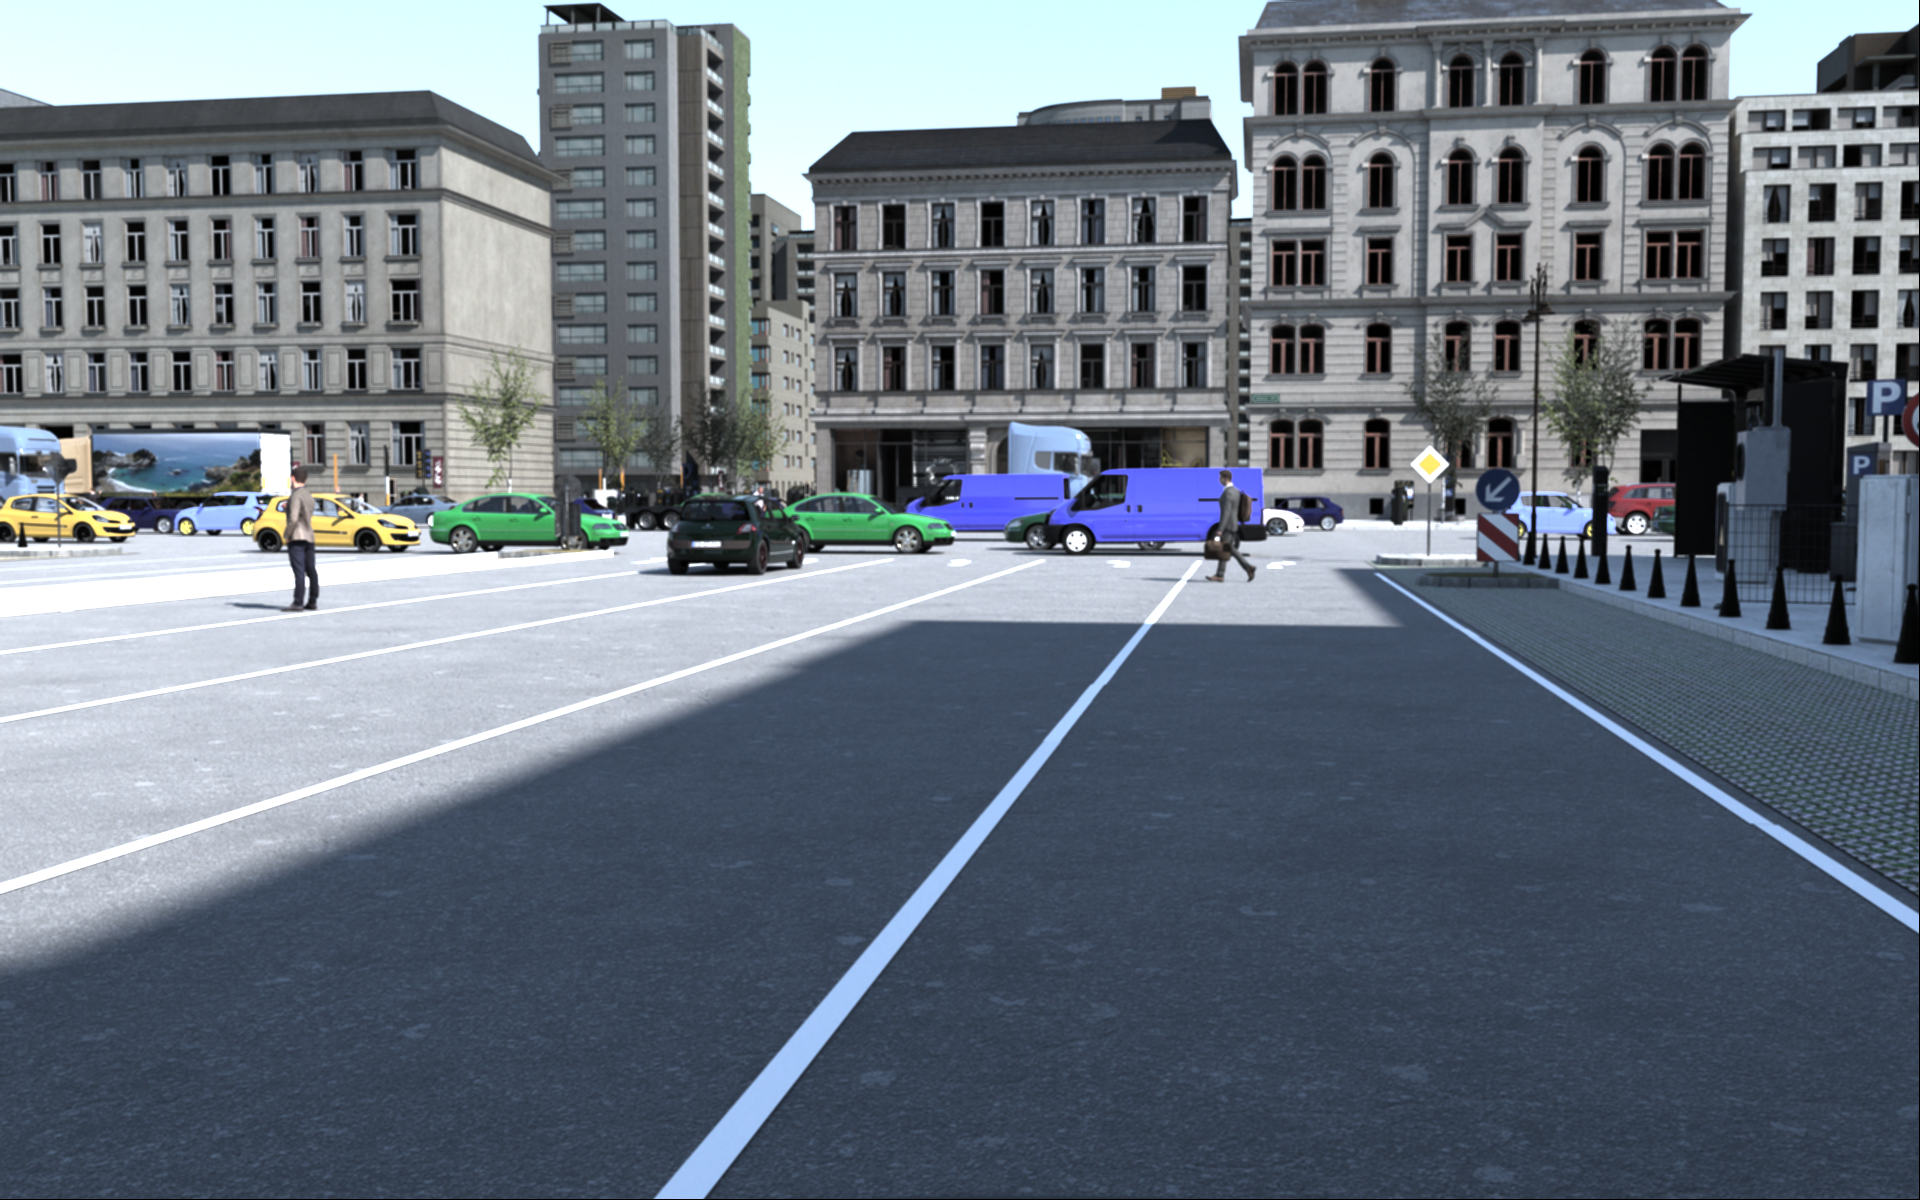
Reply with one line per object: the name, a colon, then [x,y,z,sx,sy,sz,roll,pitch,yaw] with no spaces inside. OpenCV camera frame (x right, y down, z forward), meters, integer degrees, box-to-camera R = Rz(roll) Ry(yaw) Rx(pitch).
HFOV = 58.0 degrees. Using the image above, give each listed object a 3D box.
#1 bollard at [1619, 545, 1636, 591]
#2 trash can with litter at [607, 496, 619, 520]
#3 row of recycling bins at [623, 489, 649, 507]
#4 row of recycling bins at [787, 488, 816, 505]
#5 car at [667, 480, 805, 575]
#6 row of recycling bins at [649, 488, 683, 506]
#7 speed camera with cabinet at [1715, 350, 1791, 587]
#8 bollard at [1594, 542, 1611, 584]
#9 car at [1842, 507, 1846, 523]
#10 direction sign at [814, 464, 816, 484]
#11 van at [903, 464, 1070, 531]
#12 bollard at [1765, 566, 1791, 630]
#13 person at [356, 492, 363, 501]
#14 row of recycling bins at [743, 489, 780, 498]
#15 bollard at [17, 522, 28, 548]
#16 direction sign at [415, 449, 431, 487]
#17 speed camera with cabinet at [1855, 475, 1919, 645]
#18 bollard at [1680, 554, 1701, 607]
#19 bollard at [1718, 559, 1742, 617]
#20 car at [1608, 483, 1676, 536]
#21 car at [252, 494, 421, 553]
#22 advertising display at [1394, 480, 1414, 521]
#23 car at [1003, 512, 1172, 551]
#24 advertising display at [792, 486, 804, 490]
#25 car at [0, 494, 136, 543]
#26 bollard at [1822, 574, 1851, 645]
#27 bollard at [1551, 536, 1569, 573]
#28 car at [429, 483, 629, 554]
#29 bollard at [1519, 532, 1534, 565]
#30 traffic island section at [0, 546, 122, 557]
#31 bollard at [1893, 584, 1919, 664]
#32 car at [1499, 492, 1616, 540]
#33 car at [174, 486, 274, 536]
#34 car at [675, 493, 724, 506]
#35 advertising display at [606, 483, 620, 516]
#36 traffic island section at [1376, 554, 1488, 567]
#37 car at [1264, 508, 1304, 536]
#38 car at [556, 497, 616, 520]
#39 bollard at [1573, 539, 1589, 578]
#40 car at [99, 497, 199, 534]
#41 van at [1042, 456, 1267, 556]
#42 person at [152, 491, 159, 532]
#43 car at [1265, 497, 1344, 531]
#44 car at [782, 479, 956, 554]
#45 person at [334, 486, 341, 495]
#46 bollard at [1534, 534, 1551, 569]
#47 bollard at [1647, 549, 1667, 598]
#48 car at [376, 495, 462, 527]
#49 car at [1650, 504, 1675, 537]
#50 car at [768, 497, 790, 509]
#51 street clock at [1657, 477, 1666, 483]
bollard: [8.911,-0.432,23.097,0.229,0.601,0.229,0,3,0]
trash can with litter: [-16.987,-4.509,85.105,0.624,1.170,1.055,-2,4,-25]
row of recycling bins: [-25.194,-7.590,131.202,3.534,1.692,1.069,1,4,9]
row of recycling bins: [-11.228,-7.280,126.133,3.534,1.692,1.069,2,4,35]
car: [-4.093,-1.368,32.154,2.009,1.686,4.222,1,4,9]
row of recycling bins: [-19.246,-6.728,117.110,3.534,1.692,1.069,3,4,39]
speed camera with cabinet: [11.241,-1.851,24.606,0.660,3.252,2.038,1,4,14]
bollard: [9.192,-0.533,24.749,0.229,0.601,0.229,0,3,0]
car: [33.979,-3.300,63.745,4.222,1.686,2.009,1,4,10]
direction sign: [-10.665,-8.518,131.270,0.876,3.537,0.379,-3,5,-42]
van: [0.801,-2.993,53.319,5.245,2.365,2.240,1,4,11]
bollard: [7.786,-0.026,16.461,0.229,0.601,0.229,0,3,0]
person: [-25.985,-3.905,74.936,0.503,1.515,0.523,0,4,2]
row of recycling bins: [-15.361,-7.752,133.863,3.534,1.692,1.069,2,4,34]
bollard: [-22.486,-1.559,41.530,0.229,0.601,0.229,0,3,0]
direction sign: [-27.238,-5.869,87.948,0.379,3.537,0.876,3,4,37]
speed camera with cabinet: [8.850,-1.264,15.006,2.038,3.252,0.660,-1,4,-15]
bollard: [8.351,-0.229,19.779,0.229,0.601,0.229,0,3,0]
bollard: [8.067,-0.128,18.127,0.229,0.601,0.229,0,3,0]
car: [24.935,-3.159,60.325,5.304,1.827,2.281,1,4,9]
car: [-15.348,-1.989,42.749,3.980,1.641,2.015,1,4,9]
advertising display: [21.089,-4.713,82.277,0.974,1.923,0.123,-1,4,-16]
car: [3.558,-1.996,44.430,4.920,1.459,2.131,1,4,9]
advertising display: [-12.632,-7.930,134.863,0.974,1.923,0.123,-2,4,-32]
car: [-26.479,-2.509,51.251,3.980,1.641,2.015,1,4,10]
bollard: [7.505,0.075,14.808,0.229,0.601,0.229,0,3,0]
bollard: [9.761,-0.735,28.063,0.229,0.601,0.229,0,3,0]
car: [-10.310,-2.008,41.624,4.718,1.807,1.959,1,4,9]
bollard: [10.325,-0.940,31.415,0.229,0.601,0.229,0,3,0]
traffic island section: [-21.219,-1.131,40.775,2.009,0.180,2.903,1,4,10]
bollard: [7.222,0.177,13.153,0.229,0.601,0.229,0,3,0]
car: [18.819,-2.771,54.892,3.694,1.707,1.945,1,4,9]
car: [-25.276,-3.076,59.888,3.694,1.707,1.945,1,4,11]
car: [-10.464,-3.843,71.632,4.718,1.807,1.959,0,4,8]
advertising display: [-20.679,-5.983,103.031,0.974,1.923,0.123,1,4,15]
traffic island section: [9.631,-0.811,35.545,2.009,0.180,2.903,1,4,10]
car: [9.514,-2.931,60.290,4.827,1.381,2.083,1,4,8]
car: [-12.183,-2.353,51.051,3.894,1.354,1.945,1,4,10]
bollard: [9.475,-0.634,26.401,0.229,0.601,0.229,0,3,0]
car: [-29.497,-3.085,63.020,3.894,1.354,1.945,1,4,11]
van: [4.571,-2.227,40.796,5.245,2.365,2.240,0,4,8]
person: [-30.642,-3.377,65.990,0.482,1.546,0.388,0,4,3]
car: [13.191,-3.417,68.450,3.894,1.354,1.945,1,4,10]
car: [-2.459,-2.038,42.118,4.718,1.807,1.959,1,4,10]
person: [-25.484,-3.775,70.781,0.434,1.755,0.990,-2,4,-28]
bollard: [10.044,-0.838,29.738,0.229,0.601,0.229,0,3,0]
bollard: [8.628,-0.330,21.432,0.229,0.601,0.229,0,3,0]
car: [-23.417,-3.827,74.573,4.499,1.417,2.014,1,4,11]
car: [23.556,-2.490,52.505,4.920,1.459,2.131,1,4,10]
car: [-6.340,-2.800,58.354,3.894,1.354,1.945,0,4,8]
street clock: [29.566,-4.189,73.065,0.358,2.002,0.471,0,4,5]
